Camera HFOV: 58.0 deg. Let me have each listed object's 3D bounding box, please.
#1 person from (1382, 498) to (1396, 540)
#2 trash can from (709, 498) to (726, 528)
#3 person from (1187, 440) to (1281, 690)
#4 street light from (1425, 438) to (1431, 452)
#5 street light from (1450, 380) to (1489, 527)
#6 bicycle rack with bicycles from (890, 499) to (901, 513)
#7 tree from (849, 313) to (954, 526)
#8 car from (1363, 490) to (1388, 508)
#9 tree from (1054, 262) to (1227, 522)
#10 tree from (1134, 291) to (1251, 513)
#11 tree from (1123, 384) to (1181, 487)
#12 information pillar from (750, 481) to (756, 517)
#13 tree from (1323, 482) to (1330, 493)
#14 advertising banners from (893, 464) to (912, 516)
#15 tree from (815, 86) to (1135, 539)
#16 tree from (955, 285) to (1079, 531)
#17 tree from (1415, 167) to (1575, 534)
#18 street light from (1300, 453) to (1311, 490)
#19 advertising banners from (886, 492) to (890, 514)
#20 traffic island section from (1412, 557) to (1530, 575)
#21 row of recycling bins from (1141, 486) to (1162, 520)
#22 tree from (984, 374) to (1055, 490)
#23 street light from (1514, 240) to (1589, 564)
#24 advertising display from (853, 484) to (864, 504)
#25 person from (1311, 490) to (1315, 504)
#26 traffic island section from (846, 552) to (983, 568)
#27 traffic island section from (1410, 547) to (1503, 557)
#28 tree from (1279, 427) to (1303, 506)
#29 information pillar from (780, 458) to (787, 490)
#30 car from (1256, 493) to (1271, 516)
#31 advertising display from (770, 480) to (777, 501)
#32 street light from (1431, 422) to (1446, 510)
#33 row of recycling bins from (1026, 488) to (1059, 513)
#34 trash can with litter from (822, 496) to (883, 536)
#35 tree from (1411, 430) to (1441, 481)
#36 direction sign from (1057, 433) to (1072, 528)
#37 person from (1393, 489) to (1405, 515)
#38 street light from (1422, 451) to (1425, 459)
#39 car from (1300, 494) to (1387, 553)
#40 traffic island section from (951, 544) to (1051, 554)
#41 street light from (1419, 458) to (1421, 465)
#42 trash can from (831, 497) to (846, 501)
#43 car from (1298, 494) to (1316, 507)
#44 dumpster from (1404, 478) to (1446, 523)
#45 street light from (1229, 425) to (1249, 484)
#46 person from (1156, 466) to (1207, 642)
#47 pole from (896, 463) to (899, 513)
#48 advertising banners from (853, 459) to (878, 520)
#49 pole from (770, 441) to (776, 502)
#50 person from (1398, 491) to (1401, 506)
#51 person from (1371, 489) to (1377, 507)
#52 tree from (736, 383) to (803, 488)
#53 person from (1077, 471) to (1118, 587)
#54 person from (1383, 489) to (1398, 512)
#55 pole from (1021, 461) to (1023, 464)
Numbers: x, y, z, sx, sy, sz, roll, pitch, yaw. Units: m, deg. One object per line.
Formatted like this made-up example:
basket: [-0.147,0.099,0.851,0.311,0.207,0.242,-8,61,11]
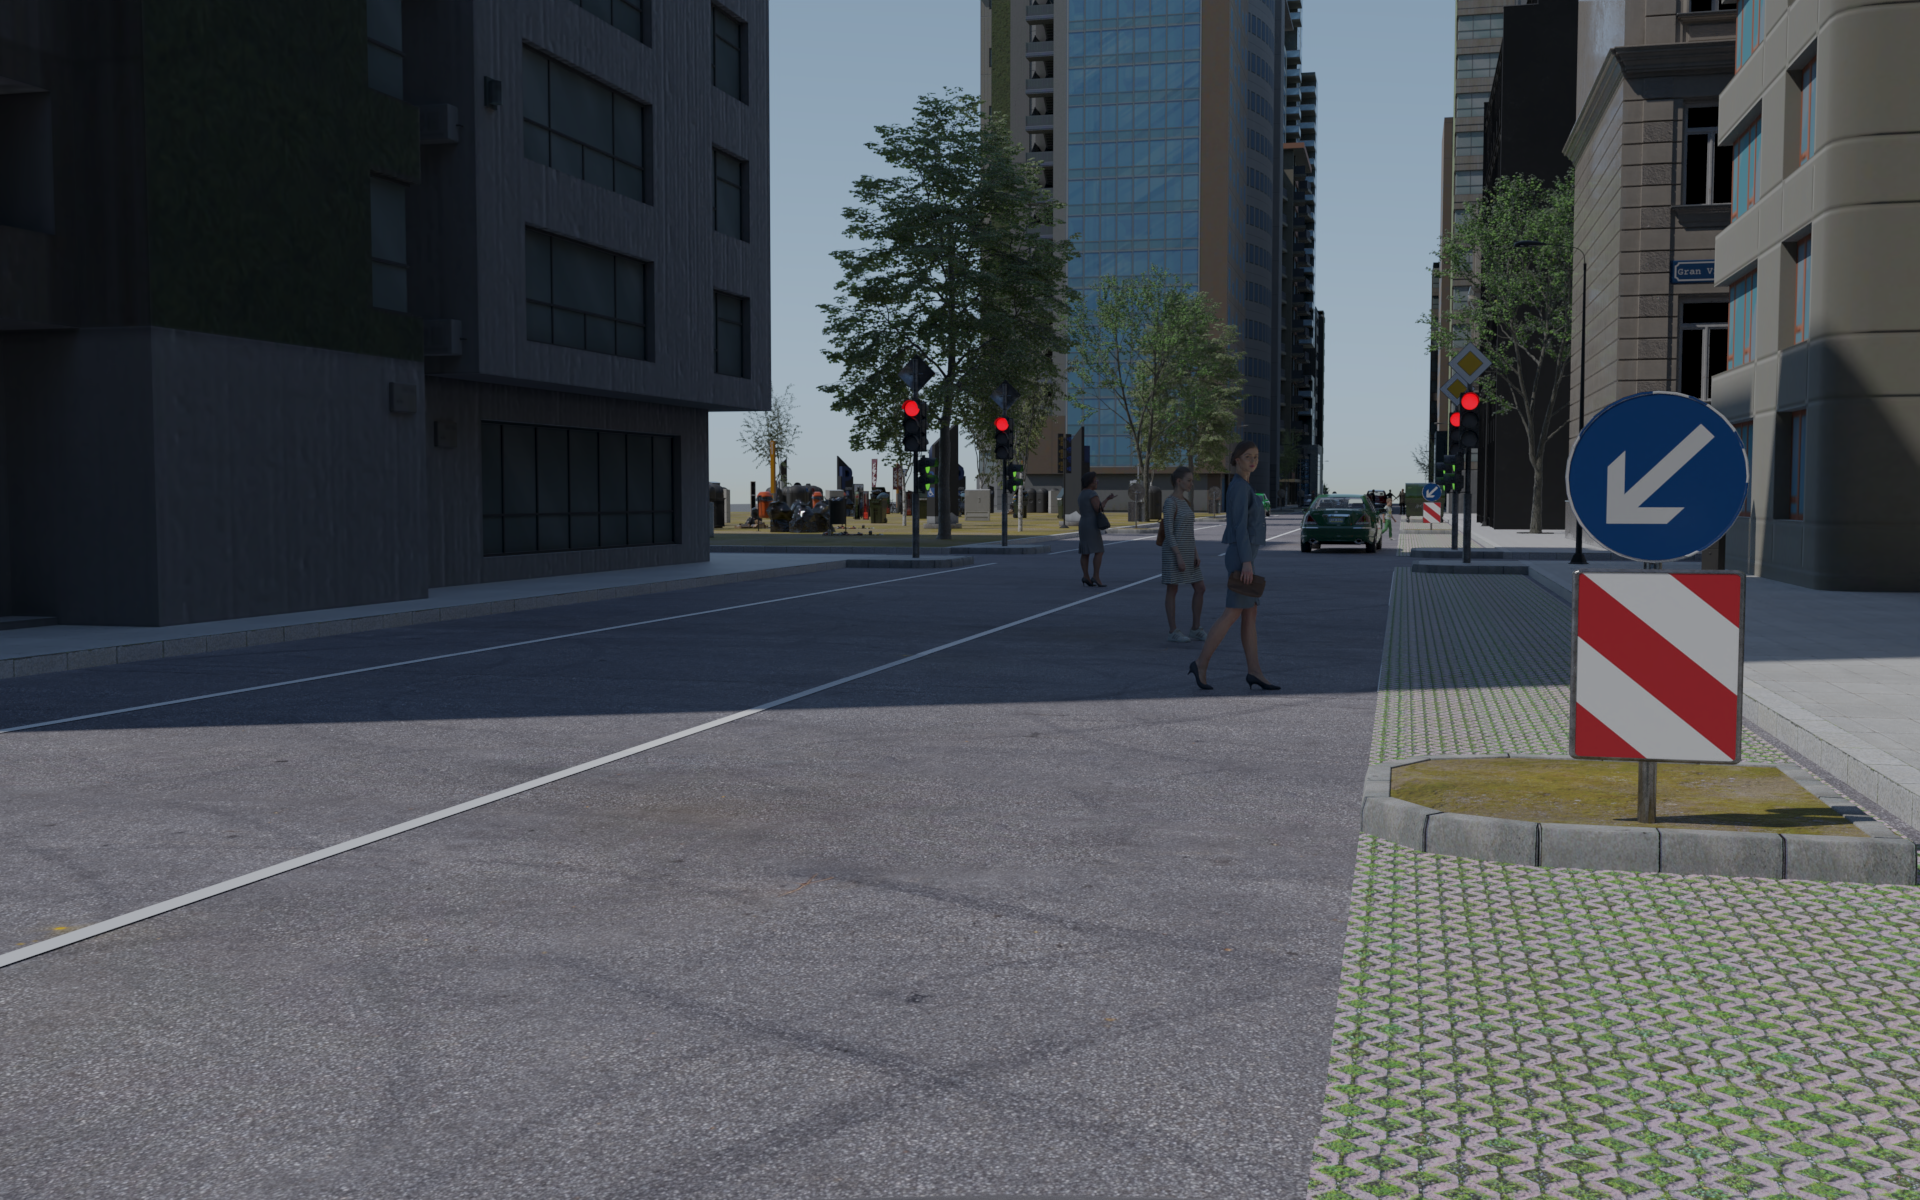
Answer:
person: [13.262,-2.514,53.845,0.590,1.304,0.306,2,4,27]
trash can: [-9.149,-3.268,65.078,0.748,1.137,0.748,0,3,0]
person: [2.020,-0.254,12.681,0.654,1.822,0.581,2,4,23]
street light: [39.208,-10.383,142.299,1.470,5.913,1.316,1,4,14]
street light: [20.302,-5.877,68.632,1.470,5.913,1.316,1,4,14]
bicycle rack with bicycles: [-4.141,-6.280,116.065,2.925,0.926,2.852,-1,4,-17]
tree: [-2.335,-7.284,69.459,4.360,8.622,3.978,0,3,0]
car: [36.235,-8.687,150.701,2.281,1.827,5.304,1,4,15]
tree: [8.403,-9.388,79.251,9.928,11.665,9.643,0,3,0]
tree: [12.768,-10.959,97.310,7.486,12.596,7.792,0,3,0]
tree: [12.113,-9.714,109.185,4.360,8.622,3.978,0,3,0]
information pillar: [-11.832,-5.783,99.047,0.304,2.012,0.304,-1,4,-11]
tree: [56.948,-16.877,270.547,1.663,3.219,1.824,0,3,0]
advertising banners: [-2.994,-6.440,101.489,0.090,3.025,2.074,3,5,43]
tree: [-0.028,-7.991,48.781,7.486,12.596,7.792,0,3,0]
tree: [2.076,-6.670,59.424,4.360,8.622,3.978,0,3,0]
tree: [18.567,-7.938,55.537,9.928,11.665,9.643,0,3,0]
street light: [39.353,-13.756,197.445,1.470,5.913,1.316,1,4,14]
advertising banners: [-4.680,-7.001,110.655,2.074,3.025,0.090,-3,5,-43]
traffic island section: [9.448,-0.609,32.231,2.009,0.180,2.903,1,4,14]
row of recycling bins: [9.731,-4.967,88.320,1.069,1.692,3.534,0,4,4]
tree: [3.564,-9.234,101.331,4.737,8.622,4.395,0,3,0]
street light: [10.832,-3.621,31.752,1.470,5.913,1.316,1,4,14]
advertising display: [-6.302,-6.245,107.312,0.123,1.923,0.974,2,4,35]
person: [31.656,-8.912,154.741,0.617,1.759,0.750,-2,4,-31]
traffic island section: [-0.908,-0.771,34.884,2.009,0.180,2.903,1,4,14]
traffic island section: [11.433,-1.082,39.967,2.009,0.180,2.903,1,4,14]
tree: [35.660,-14.638,189.688,4.737,8.622,4.395,0,3,0]
information pillar: [-11.402,-7.392,112.217,0.504,3.616,0.183,-3,4,-38]
car: [18.607,-6.169,109.653,1.959,1.807,4.718,1,4,16]
advertising display: [-8.663,-4.612,80.612,0.123,1.923,0.974,0,4,5]
street light: [31.446,-8.549,112.311,1.470,5.913,1.316,1,4,14]
row of recycling bins: [6.047,-6.735,117.224,3.534,1.692,1.069,2,4,26]
trash can with litter: [-3.374,-2.606,53.667,2.233,1.210,1.678,-1,4,-22]
tree: [52.701,-14.857,193.268,4.360,8.622,3.978,0,3,0]
direction sign: [3.921,-4.467,65.035,0.379,3.537,0.876,3,4,38]
person: [30.431,-6.758,119.126,1.348,1.807,0.705,-1,4,-11]
street light: [50.545,-13.062,186.102,1.470,5.913,1.316,1,4,14]
car: [9.673,-1.955,43.769,2.131,1.459,4.920,1,4,16]
traffic island section: [1.077,-1.244,42.619,2.009,0.180,2.903,1,4,14]
street light: [60.281,-15.399,224.317,1.470,5.913,1.316,1,4,14]
trash can: [-5.947,-4.469,84.714,0.748,1.137,0.748,0,3,0]
car: [34.658,-9.822,172.589,2.014,1.417,4.499,1,4,14]
dumpster: [23.062,-4.951,85.894,1.985,2.255,1.502,1,4,15]
street light: [18.743,-8.828,116.886,1.470,5.913,1.316,1,4,14]
person: [2.142,-0.448,16.831,0.522,1.701,0.512,2,4,34]
pole: [-4.126,-7.376,114.434,0.158,3.312,0.155,0,3,0]
advertising banners: [-4.693,-5.502,86.144,0.090,3.025,2.074,-3,4,-38]
pole: [-7.160,-4.436,66.364,0.158,3.312,0.155,0,3,0]
person: [53.137,-12.250,208.796,0.705,1.822,1.348,-1,4,-17]
person: [32.049,-7.684,134.138,0.705,1.822,1.348,2,4,30]
tree: [-11.767,-9.707,109.074,4.360,8.622,3.978,0,3,0]
person: [2.138,-1.096,26.785,0.532,1.782,0.716,-2,4,-24]
person: [34.427,-7.948,138.590,1.348,1.807,0.705,3,5,42]
pole: [3.823,-6.849,105.824,0.158,3.312,0.155,0,3,0]
